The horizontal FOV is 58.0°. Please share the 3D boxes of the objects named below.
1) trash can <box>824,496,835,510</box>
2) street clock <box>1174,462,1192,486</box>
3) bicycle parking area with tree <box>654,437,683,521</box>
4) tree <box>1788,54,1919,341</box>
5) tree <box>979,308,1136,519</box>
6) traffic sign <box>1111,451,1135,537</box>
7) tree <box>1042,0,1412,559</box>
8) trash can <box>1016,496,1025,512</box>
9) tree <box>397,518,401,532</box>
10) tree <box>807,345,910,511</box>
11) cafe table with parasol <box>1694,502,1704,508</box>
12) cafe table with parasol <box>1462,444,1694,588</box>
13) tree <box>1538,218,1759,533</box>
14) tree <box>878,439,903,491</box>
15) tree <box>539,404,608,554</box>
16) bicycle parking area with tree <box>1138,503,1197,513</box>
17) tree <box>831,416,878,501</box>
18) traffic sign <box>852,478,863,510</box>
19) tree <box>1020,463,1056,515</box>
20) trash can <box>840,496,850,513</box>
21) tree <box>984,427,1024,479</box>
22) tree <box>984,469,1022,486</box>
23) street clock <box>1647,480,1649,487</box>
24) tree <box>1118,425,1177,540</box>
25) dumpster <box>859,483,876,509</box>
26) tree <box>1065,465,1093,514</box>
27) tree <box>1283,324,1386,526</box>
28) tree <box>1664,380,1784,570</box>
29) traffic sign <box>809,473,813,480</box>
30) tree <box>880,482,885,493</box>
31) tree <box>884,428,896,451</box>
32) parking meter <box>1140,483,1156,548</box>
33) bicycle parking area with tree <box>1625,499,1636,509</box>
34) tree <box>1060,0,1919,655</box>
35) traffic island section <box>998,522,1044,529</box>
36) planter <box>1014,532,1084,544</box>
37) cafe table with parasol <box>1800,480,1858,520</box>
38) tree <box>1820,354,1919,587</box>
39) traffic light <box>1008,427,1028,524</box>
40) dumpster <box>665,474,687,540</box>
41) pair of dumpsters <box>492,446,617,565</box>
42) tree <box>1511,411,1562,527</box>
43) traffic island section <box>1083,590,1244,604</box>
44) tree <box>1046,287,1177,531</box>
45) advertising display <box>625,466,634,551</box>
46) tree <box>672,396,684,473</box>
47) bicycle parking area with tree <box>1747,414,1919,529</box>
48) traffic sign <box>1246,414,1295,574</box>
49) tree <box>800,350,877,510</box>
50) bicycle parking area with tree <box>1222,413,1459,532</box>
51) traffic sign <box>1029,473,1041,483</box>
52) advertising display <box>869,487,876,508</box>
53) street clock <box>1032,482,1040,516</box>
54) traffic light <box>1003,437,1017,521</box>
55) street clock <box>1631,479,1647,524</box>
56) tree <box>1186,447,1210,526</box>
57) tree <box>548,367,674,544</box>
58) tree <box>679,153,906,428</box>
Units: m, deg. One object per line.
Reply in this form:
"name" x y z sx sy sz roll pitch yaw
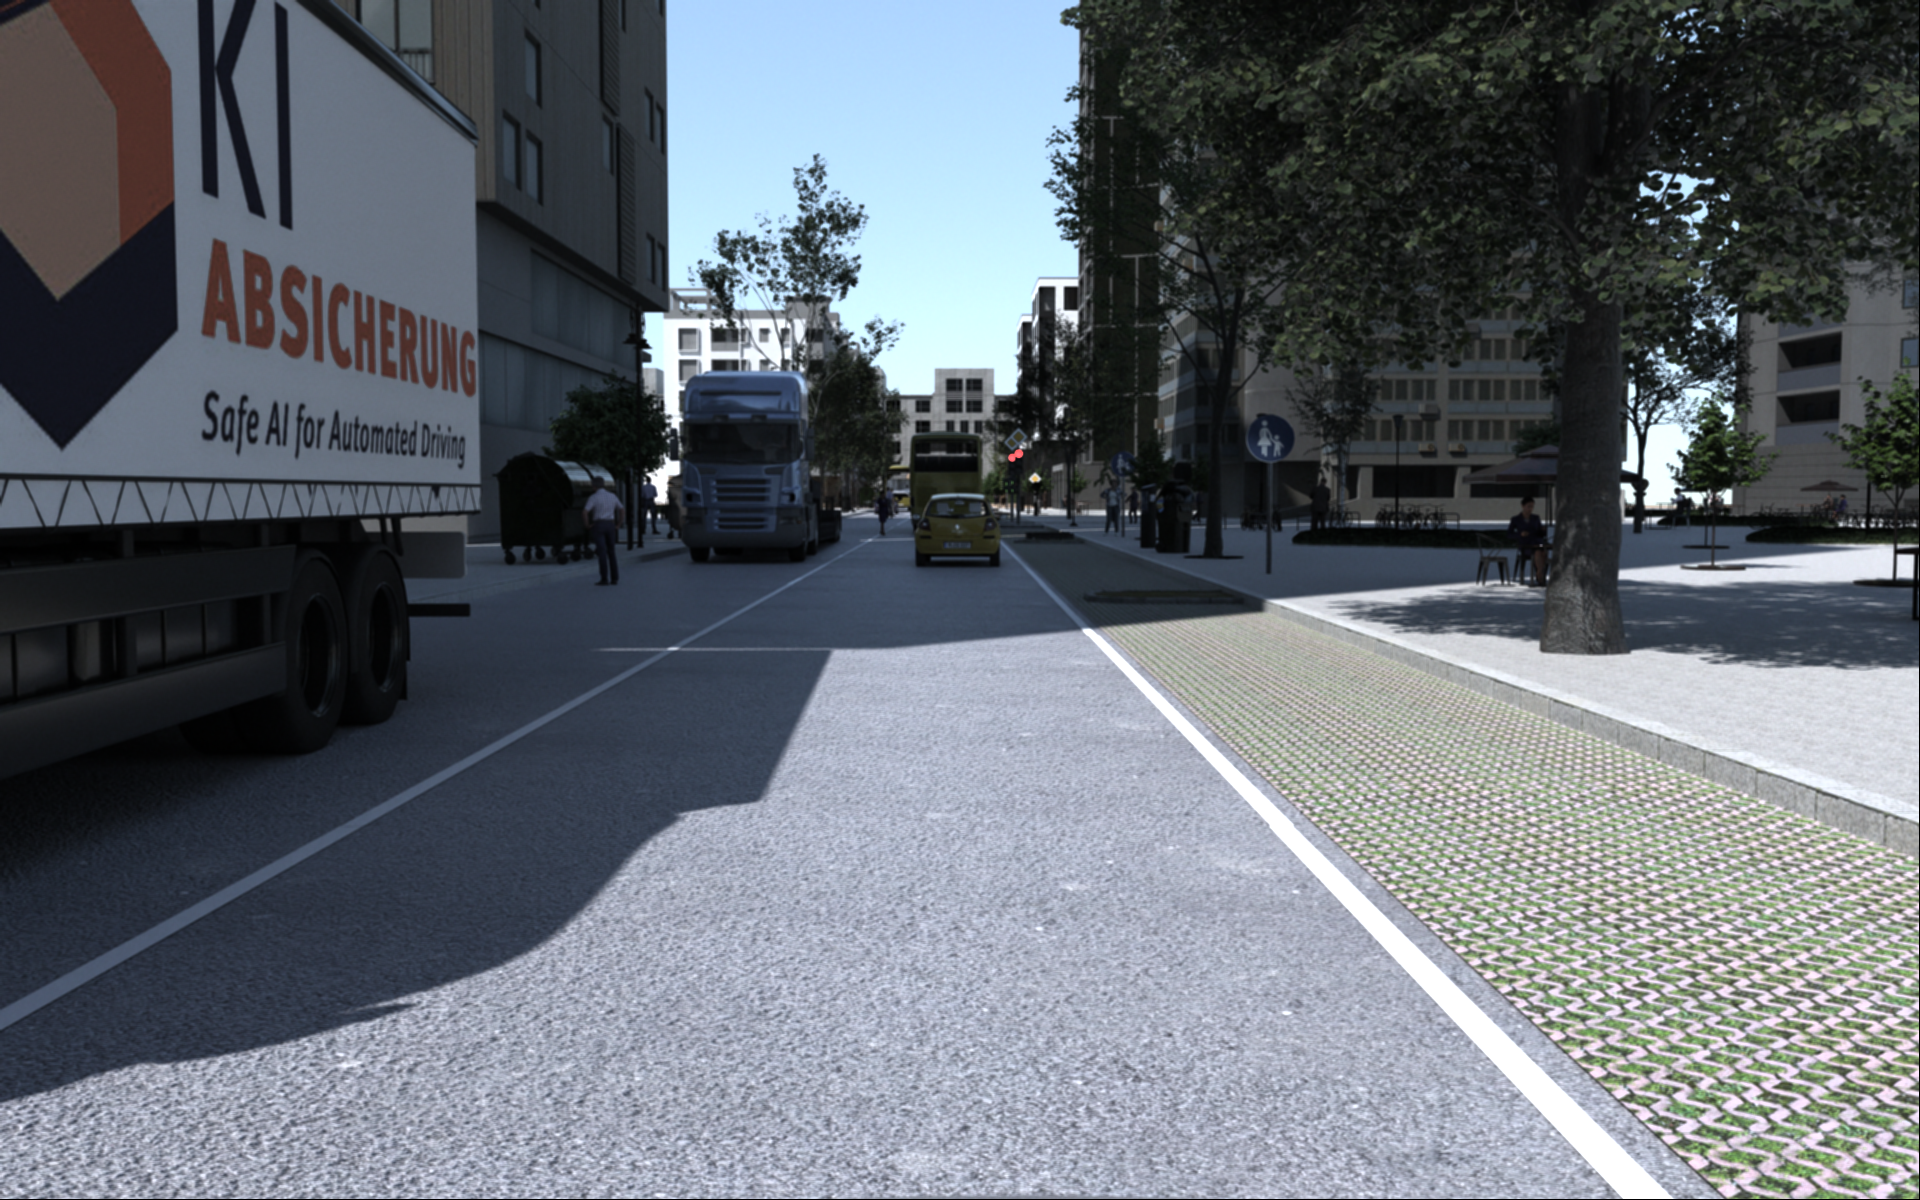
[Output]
"trash can" -8.386 -6.093 111.276 0.748 1.137 0.748 0 3 0
"street clock" 5.060 -2.129 39.386 0.358 2.002 0.471 -1 4 -20
"bicycle parking area with tree" -16.327 -6.044 85.819 8.231 4.147 9.016 1 4 14
"tree" 21.767 -7.583 34.357 12.009 13.543 11.850 0 3 0
"tree" 5.296 -9.390 87.943 7.601 10.594 8.767 -3 4 -37
"traffic sign" 4.875 -3.153 51.652 0.768 2.556 0.104 0 4 7
"tree" 5.203 -6.630 34.150 9.928 11.665 9.643 0 3 0
"trash can" 4.382 -6.994 126.010 0.748 1.137 0.748 0 3 0
"tree" -12.635 -3.390 39.138 4.285 4.588 4.351 0 3 0
"tree" -8.664 -13.254 133.710 9.611 12.733 9.660 0 3 0
"cafe table with parasol" 52.535 -7.317 124.505 2.610 1.966 2.610 -1 4 -23
"cafe table with parasol" 8.129 -1.170 23.992 2.610 1.966 2.610 -2 4 -31
"tree" 22.551 -7.468 56.520 7.601 10.594 8.767 -1 4 -15
"tree" -9.516 -16.774 224.612 4.737 8.622 4.395 0 3 0
"tree" -8.411 -2.602 37.147 1.663 3.219 1.824 0 3 0
"bicycle parking area with tree" 16.941 -8.355 123.600 8.231 4.147 9.016 -1 4 -20
"tree" -9.266 -11.950 145.747 4.360 8.622 3.978 0 3 0
"traffic sign" -8.431 -8.689 142.073 0.884 2.594 0.081 0 4 0
"tree" 4.936 -6.915 107.669 1.663 3.219 1.824 0 3 0
"trash can" -7.970 -6.651 120.398 0.748 1.137 0.748 0 3 0
"tree" 4.686 -13.808 176.122 4.737 8.622 4.395 0 3 0
"tree" 5.053 -12.436 187.043 4.285 4.588 4.351 0 3 0
"street clock" 32.078 -4.698 81.375 0.471 2.002 0.358 0 4 3
"tree" 5.275 -3.305 48.643 1.663 3.219 1.824 0 3 0
"dumpster" -8.258 -9.236 153.502 1.502 2.255 1.985 0 3 0
"tree" 7.616 -7.315 114.201 1.663 3.219 1.824 0 3 0
"tree" 15.178 -7.258 69.031 4.360 8.622 3.978 0 3 0
"tree" 12.763 -2.128 29.399 1.663 3.219 1.824 0 3 0
"traffic sign" -7.789 -5.377 87.919 0.884 2.594 0.081 0 4 3
"tree" -9.465 -14.317 228.690 1.663 3.219 1.824 0 3 0
"tree" -8.493 -13.566 172.159 4.360 8.622 3.978 0 3 0
"parking meter" 4.485 -2.007 41.223 0.372 1.533 0.369 0 3 0
"bicycle parking area with tree" 43.837 -8.253 121.939 9.016 4.147 8.231 3 5 44
"tree" 5.026 -6.554 13.810 9.857 13.997 8.962 0 3 0
"traffic island section" 2.493 -3.120 73.291 2.009 0.180 2.903 0 4 0
"planter" 2.582 -1.811 50.746 1.991 0.319 1.994 0 4 0
"cafe table with parasol" 43.137 -4.960 85.969 2.610 1.966 2.610 1 4 22
"tree" 13.113 -1.803 24.075 1.663 3.219 1.824 0 3 0
"traffic light" 2.453 -5.153 73.176 0.839 4.253 0.868 0 4 0
"dumpster" -7.680 -2.674 49.480 1.264 1.857 1.865 0 4 0
"pair of dumpsters" -7.759 -1.886 33.335 1.574 2.255 4.437 0 4 0
"tree" 23.525 -5.197 68.685 4.285 4.588 4.351 0 3 0
"traffic island section" 2.685 -0.032 23.395 1.991 0.108 1.994 0 4 0
"tree" 5.332 -6.732 60.434 4.737 8.622 4.395 0 3 0
"advertising display" -7.574 -2.111 39.724 0.123 1.923 0.974 0 4 -7
"tree" -18.830 -10.606 123.774 4.737 8.622 4.395 0 3 0
"bicycle parking area with tree" 32.596 -4.437 59.547 9.016 4.147 8.231 1 4 10
"traffic sign" 4.967 -1.693 27.781 0.768 2.556 0.104 0 4 6
"tree" -9.246 -10.936 113.211 8.767 10.594 7.601 2 4 25
"bicycle parking area with tree" 13.303 -4.596 62.147 8.231 4.147 9.016 0 4 2
"traffic sign" 4.561 -6.429 104.851 0.795 2.593 0.064 1 4 8
"advertising display" -8.071 -9.242 156.318 0.974 1.923 0.123 -1 4 -11
"street clock" 4.507 -5.995 102.593 0.471 2.002 0.358 -1 4 -17
"traffic light" 2.422 -5.642 81.161 0.839 4.253 0.868 0 4 0
"street clock" 29.048 -4.265 74.307 0.471 2.002 0.358 0 4 -2
"tree" 9.758 -4.634 70.368 1.663 3.219 1.824 0 3 0
"tree" -9.002 -3.757 45.140 4.285 4.588 4.351 0 3 0
"tree" -9.500 -14.861 98.862 12.611 20.169 13.585 0 3 0
